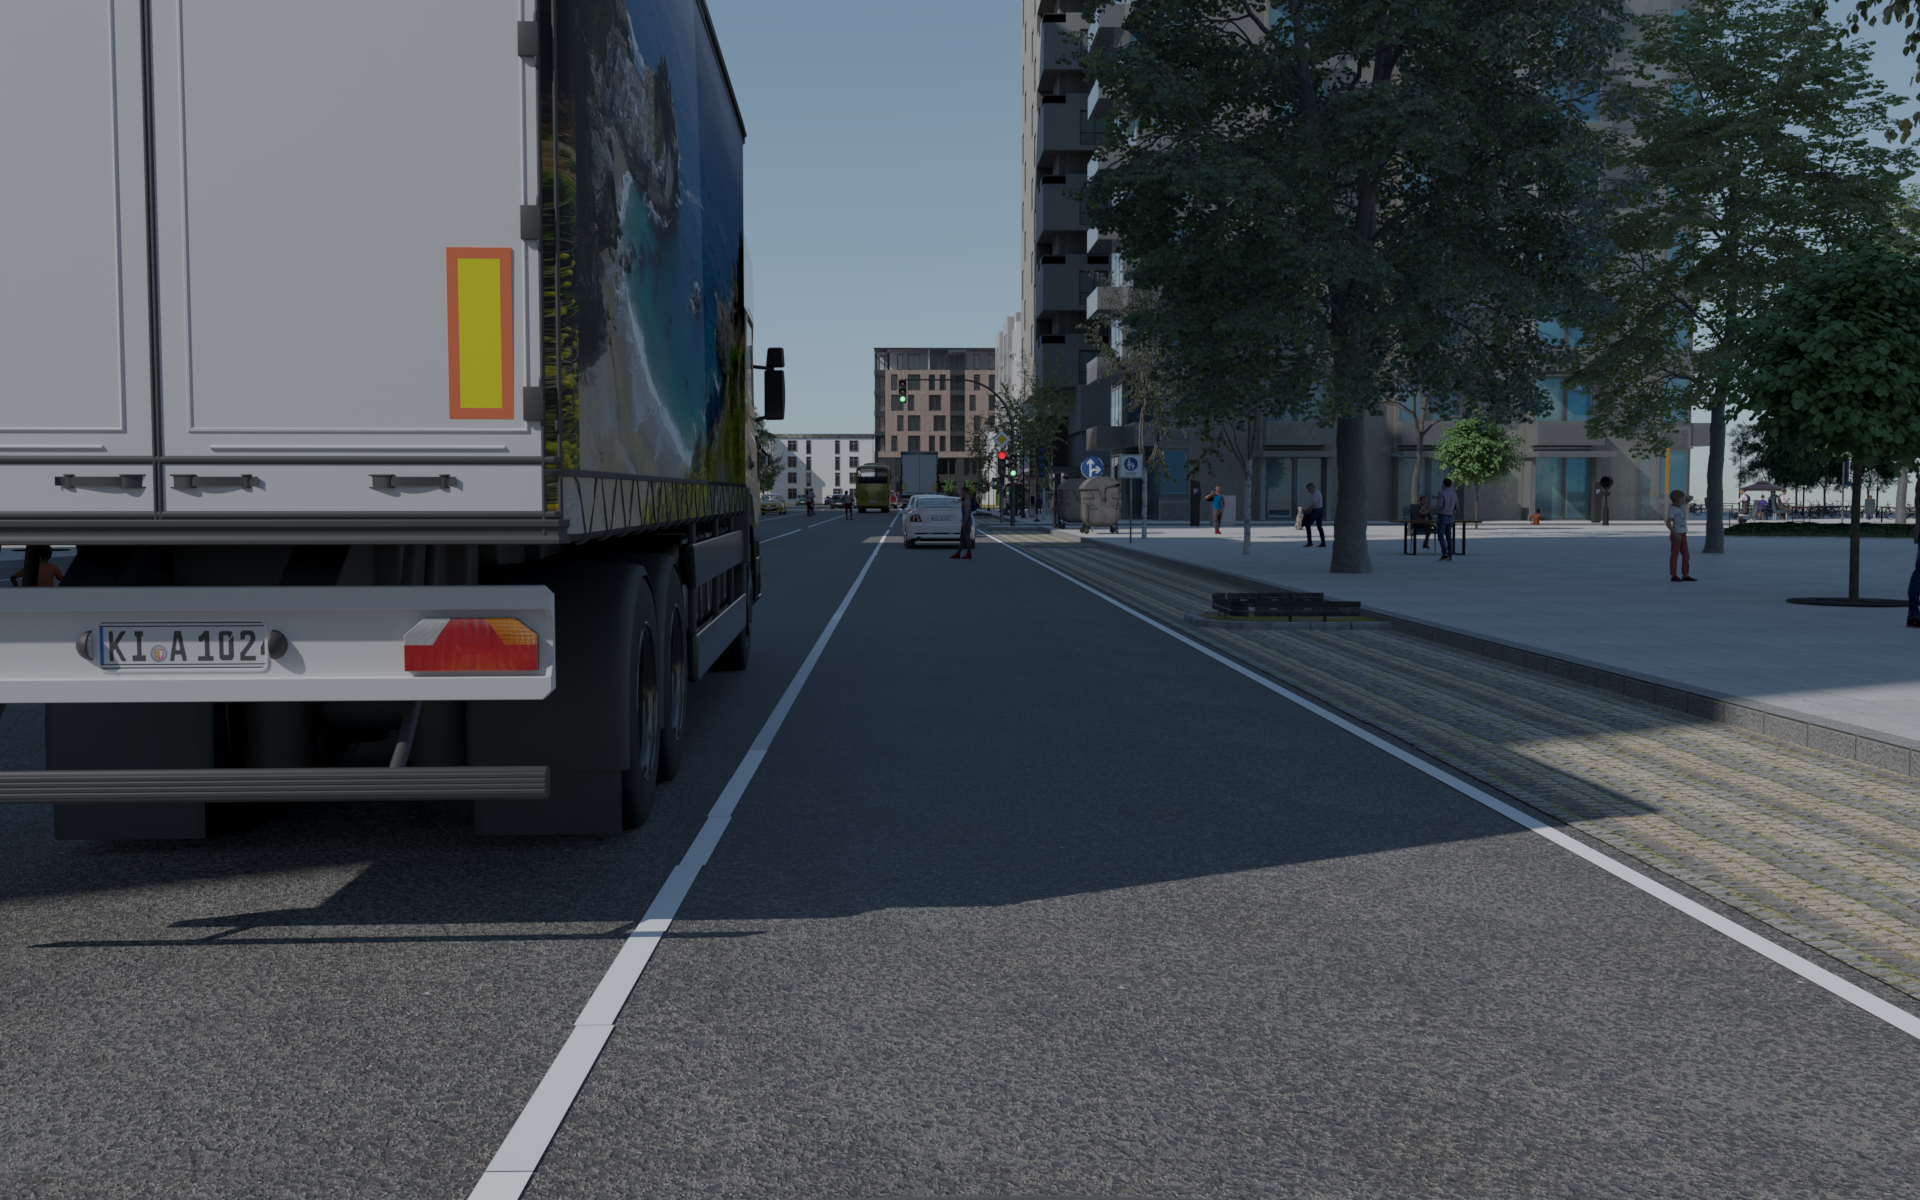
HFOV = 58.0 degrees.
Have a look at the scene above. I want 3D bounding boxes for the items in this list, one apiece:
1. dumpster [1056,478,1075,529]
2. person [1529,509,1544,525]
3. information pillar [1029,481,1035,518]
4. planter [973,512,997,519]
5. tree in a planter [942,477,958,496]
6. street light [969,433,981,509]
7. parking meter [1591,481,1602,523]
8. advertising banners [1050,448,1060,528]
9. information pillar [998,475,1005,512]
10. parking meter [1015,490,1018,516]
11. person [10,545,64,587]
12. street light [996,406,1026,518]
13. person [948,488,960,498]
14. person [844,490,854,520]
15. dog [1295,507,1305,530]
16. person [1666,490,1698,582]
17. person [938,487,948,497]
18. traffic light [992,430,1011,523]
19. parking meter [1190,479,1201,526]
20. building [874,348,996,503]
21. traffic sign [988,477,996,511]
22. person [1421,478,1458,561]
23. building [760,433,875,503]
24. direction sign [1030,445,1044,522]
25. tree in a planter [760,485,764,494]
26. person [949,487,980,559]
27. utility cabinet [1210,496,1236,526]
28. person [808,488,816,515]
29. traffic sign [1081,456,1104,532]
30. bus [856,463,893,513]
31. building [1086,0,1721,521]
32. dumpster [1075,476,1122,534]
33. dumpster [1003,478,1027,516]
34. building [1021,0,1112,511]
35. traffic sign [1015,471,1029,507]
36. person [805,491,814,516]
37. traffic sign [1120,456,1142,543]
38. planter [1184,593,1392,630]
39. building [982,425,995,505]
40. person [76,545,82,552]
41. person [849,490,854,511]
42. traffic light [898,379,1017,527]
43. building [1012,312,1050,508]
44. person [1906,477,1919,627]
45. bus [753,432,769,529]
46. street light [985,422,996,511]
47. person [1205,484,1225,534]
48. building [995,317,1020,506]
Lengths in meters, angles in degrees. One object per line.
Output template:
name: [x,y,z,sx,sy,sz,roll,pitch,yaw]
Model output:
dumpster: [4.248,-3.549,63.786,1.264,1.857,1.865,0,4,-2]
person: [23.953,-3.363,71.773,0.655,0.850,0.859,-2,4,-34]
information pillar: [3.906,-5.466,93.857,0.304,2.012,0.304,-1,4,-10]
planter: [1.136,-4.925,101.660,1.991,0.319,1.994,0,4,-2]
tree in a planter: [-1.119,-11.181,180.026,1.991,3.239,1.994,0,4,-2]
street light: [1.640,-9.687,130.915,1.470,5.913,1.316,0,4,-2]
parking meter: [28.337,-4.365,77.078,0.399,1.863,0.255,-1,4,-9]
advertising banners: [3.620,-4.258,65.810,0.090,3.025,2.074,0,4,-7]
information pillar: [3.032,-8.220,125.747,0.504,3.616,0.183,-3,5,-39]
parking meter: [3.190,-5.652,100.820,0.372,1.533,0.369,0,3,0]
person: [-11.027,-0.248,20.836,0.859,0.850,0.655,-1,4,-11]
street light: [2.835,-7.298,91.870,1.470,5.913,1.316,0,4,-2]
person: [-0.324,-4.774,87.250,0.600,1.739,0.565,1,4,17]
person: [-6.169,-5.269,96.100,0.566,1.644,0.517,-1,4,-21]
dog: [12.023,-2.899,61.784,0.800,0.831,0.513,-2,4,-34]
person: [10.578,-0.943,25.368,0.340,1.345,0.435,3,5,44]
person: [-0.946,-5.157,92.971,0.875,1.805,0.789,-1,4,-22]
traffic light: [1.823,-5.354,76.453,0.839,4.253,0.868,0,4,-2]
parking meter: [9.343,-3.852,68.690,0.399,1.863,0.255,0,4,0]
building: [4.000,-24.976,252.334,32.646,21.610,27.936,0,4,-2]
traffic sign: [2.487,-7.815,127.776,0.884,2.594,0.081,0,4,3]
person: [9.261,-1.533,33.071,0.963,1.587,0.435,-3,4,-37]
building: [-26.050,-18.314,241.581,28.070,9.664,9.099,0,4,-2]
direction sign: [3.567,-5.397,80.235,0.876,3.537,0.379,-3,4,-39]
tree in a planter: [-21.088,-11.036,177.667,1.991,3.239,1.994,0,4,-2]
person: [0.106,-1.711,38.341,0.662,1.594,0.647,0,4,-6]
utility cabinet: [10.447,-3.530,68.873,1.020,1.237,0.306,-1,4,-20]
person: [-10.290,-6.860,120.522,0.709,1.838,0.599,1,4,18]
traffic sign: [4.489,-3.591,58.811,0.768,2.556,0.104,0,4,3]
bus: [-6.702,-8.791,135.275,2.896,3.916,12.252,0,4,-2]
building: [21.969,-28.843,91.185,30.456,49.044,23.786,0,4,-2]
dumpster: [4.537,-3.074,56.019,1.264,1.857,1.865,0,4,-2]
dumpster: [3.206,-6.132,102.750,1.502,2.255,1.985,0,4,-2]
building: [18.753,-33.001,128.797,28.713,52.752,27.495,0,4,-2]
traffic sign: [3.591,-6.068,99.215,0.884,2.594,0.081,0,4,0]
person: [-9.669,-6.219,111.632,0.566,1.644,0.517,1,4,15]
traffic sign: [4.439,-2.623,45.015,0.606,2.300,0.079,0,4,7]
planter: [3.517,0.125,19.091,1.991,0.319,1.994,0,4,-2]
building: [7.674,-16.475,211.507,9.099,9.664,28.070,0,4,-2]
person: [-19.205,-1.809,37.830,0.614,1.554,0.590,-2,4,-23]
person: [-9.173,-8.387,146.184,0.434,1.755,0.990,-1,4,-13]
traffic light: [-0.036,-5.725,68.270,4.771,5.953,1.251,0,4,-2]
building: [12.908,-18.521,159.234,16.016,20.091,11.380,0,4,-2]
person: [9.398,-0.598,16.641,0.431,1.722,0.655,3,5,44]
bus: [-7.730,-3.658,51.362,2.896,3.916,12.252,0,4,0]
street light: [2.266,-8.493,111.394,1.470,5.913,1.316,0,4,-2]
person: [8.222,-2.920,55.652,0.647,1.594,0.662,-1,4,-17]
building: [12.852,-19.264,181.418,16.747,18.905,31.486,0,4,-2]
